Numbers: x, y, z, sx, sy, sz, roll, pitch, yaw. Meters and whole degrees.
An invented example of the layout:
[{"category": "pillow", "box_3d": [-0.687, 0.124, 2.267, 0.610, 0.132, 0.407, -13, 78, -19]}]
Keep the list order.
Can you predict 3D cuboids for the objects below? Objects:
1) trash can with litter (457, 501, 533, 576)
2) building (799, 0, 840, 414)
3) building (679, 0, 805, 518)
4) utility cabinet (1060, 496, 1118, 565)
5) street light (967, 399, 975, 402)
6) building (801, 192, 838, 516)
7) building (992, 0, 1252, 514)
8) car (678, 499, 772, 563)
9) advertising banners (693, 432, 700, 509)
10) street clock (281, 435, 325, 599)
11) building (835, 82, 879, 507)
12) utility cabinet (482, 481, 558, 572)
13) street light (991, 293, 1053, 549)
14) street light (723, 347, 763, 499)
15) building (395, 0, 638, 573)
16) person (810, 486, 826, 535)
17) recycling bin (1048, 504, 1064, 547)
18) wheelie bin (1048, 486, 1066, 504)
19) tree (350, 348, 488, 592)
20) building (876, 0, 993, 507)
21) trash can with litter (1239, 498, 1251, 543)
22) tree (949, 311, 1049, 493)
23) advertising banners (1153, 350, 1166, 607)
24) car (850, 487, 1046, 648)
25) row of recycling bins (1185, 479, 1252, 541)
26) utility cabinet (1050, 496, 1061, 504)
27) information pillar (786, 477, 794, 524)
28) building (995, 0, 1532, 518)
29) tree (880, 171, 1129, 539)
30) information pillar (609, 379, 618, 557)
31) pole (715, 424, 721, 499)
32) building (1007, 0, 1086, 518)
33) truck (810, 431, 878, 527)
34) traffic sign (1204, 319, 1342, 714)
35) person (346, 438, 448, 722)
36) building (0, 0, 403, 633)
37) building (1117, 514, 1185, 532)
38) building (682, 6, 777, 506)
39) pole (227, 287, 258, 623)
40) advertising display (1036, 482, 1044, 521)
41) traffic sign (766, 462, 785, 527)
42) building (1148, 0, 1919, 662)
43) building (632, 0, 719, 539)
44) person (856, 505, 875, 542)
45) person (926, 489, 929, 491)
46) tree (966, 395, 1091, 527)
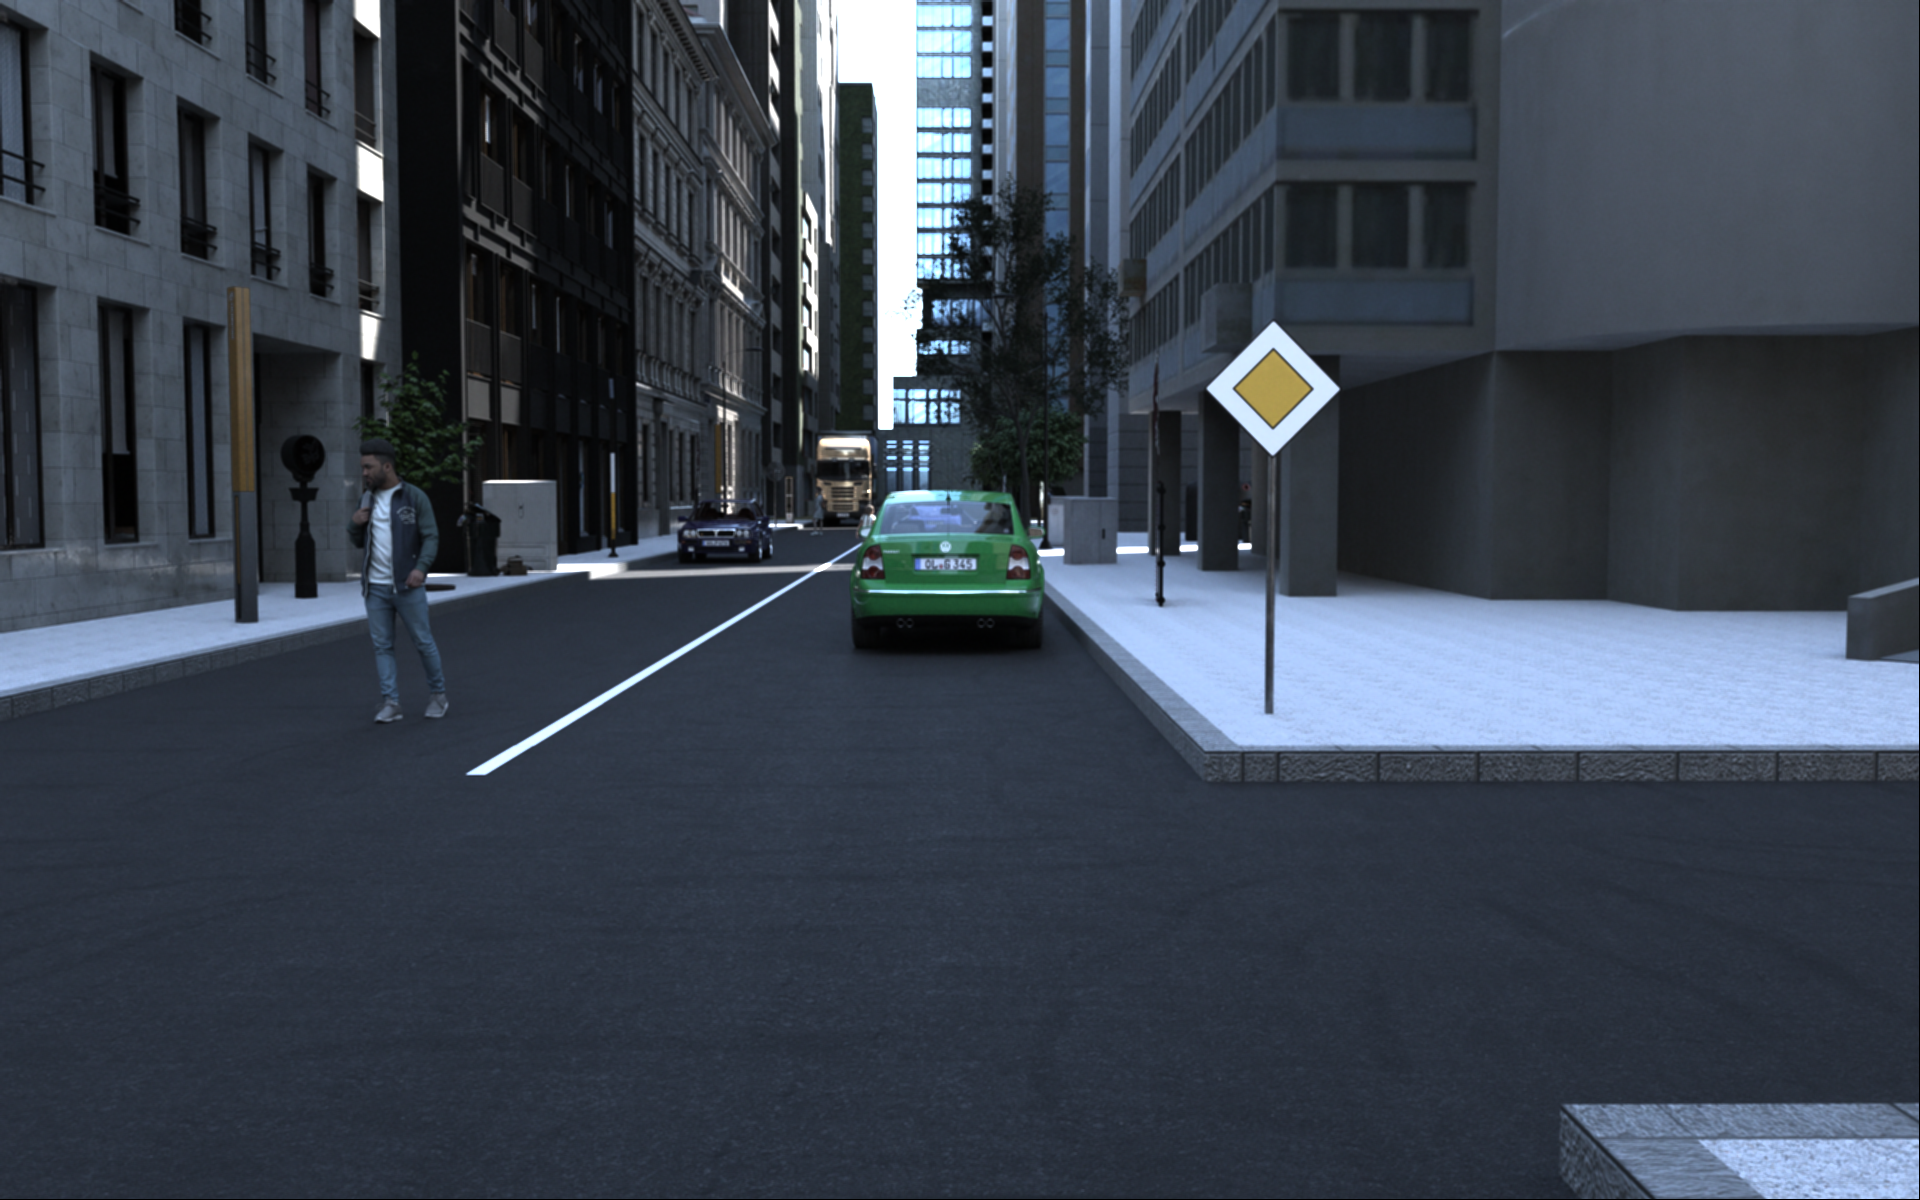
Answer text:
[{"category": "trash can with litter", "box_3d": [-7.299, -0.967, 27.202, 1.055, 1.170, 0.624, -3, 4, -36]}, {"category": "building", "box_3d": [-23.834, -33.974, 144.707, 27.495, 52.752, 28.713, 0, 4, 0]}, {"category": "building", "box_3d": [-15.928, -19.587, 91.952, 14.160, 30.474, 14.107, 0, 4, 0]}, {"category": "utility cabinet", "box_3d": [2.399, -1.261, 31.779, 1.020, 1.237, 0.306, -2, 4, -31]}, {"category": "street light", "box_3d": [1.030, -6.888, 85.162, 1.470, 5.913, 1.316, 0, 4, 0]}, {"category": "building", "box_3d": [-22.726, -16.428, 113.631, 27.650, 21.520, 28.899, 0, 4, 0]}, {"category": "building", "box_3d": [13.222, -36.890, 145.149, 21.231, 58.520, 28.212, 0, 4, 0]}, {"category": "car", "box_3d": [-5.042, -1.518, 37.403, 1.945, 1.354, 3.894, 0, 4, -1]}, {"category": "advertising banners", "box_3d": [-7.569, -3.275, 49.730, 0.090, 3.025, 2.074, -1, 4, -12]}, {"category": "street clock", "box_3d": [-8.071, -1.025, 21.324, 0.358, 2.002, 0.471, 2, 4, 34]}, {"category": "building", "box_3d": [-15.346, -30.093, 175.617, 14.086, 41.232, 14.154, 0, 4, 0]}, {"category": "utility cabinet", "box_3d": [-7.221, -1.206, 28.403, 1.173, 1.500, 0.318, 1, 4, 12]}, {"category": "street light", "box_3d": [1.455, -4.140, 40.233, 1.470, 5.913, 1.316, 0, 4, 0]}, {"category": "street light", "box_3d": [-6.933, -5.043, 55.000, 1.470, 5.913, 1.316, 0, 4, 0]}, {"category": "building", "box_3d": [-14.219, -12.566, 35.126, 12.332, 23.373, 15.834, 0, 4, 0]}, {"category": "person", "box_3d": [-4.973, -3.151, 61.028, 0.522, 1.701, 0.512, 1, 4, 8]}, {"category": "recycling bin", "box_3d": [2.542, -1.818, 42.280, 0.722, 1.027, 0.722, 1, 4, 11]}, {"category": "wheelie bin", "box_3d": [3.999, -3.931, 72.174, 0.980, 1.594, 0.693, -2, 4, -35]}, {"category": "tree", "box_3d": [-7.160, -1.745, 23.137, 1.663, 3.219, 1.824, 0, 3, 0]}, {"category": "building", "box_3d": [7.155, -53.001, 179.232, 31.000, 86.520, 22.319, 0, 4, 0]}, {"category": "trash can with litter", "box_3d": [7.676, -2.074, 45.301, 0.624, 1.170, 1.055, 2, 4, 33]}, {"category": "tree", "box_3d": [1.700, -7.288, 69.516, 4.360, 8.622, 3.978, 0, 3, 0]}, {"category": "advertising banners", "box_3d": [2.365, -1.492, 20.588, 0.090, 3.025, 2.074, 0, 4, 5]}, {"category": "car", "box_3d": [-0.092, -0.531, 17.475, 1.959, 1.807, 4.718, 0, 4, 1]}, {"category": "row of recycling bins", "box_3d": [7.463, -2.525, 48.398, 1.069, 1.692, 3.534, 3, 5, 43]}, {"category": "utility cabinet", "box_3d": [3.202, -2.478, 51.674, 1.020, 1.237, 0.306, 0, 4, -3]}, {"category": "information pillar", "box_3d": [-7.329, -4.291, 74.652, 0.304, 2.012, 0.304, 1, 4, 9]}, {"category": "building", "box_3d": [18.576, -26.086, 118.393, 32.217, 40.220, 23.993, 0, 4, 0]}, {"category": "tree", "box_3d": [1.937, -7.038, 49.491, 8.767, 10.594, 7.601, 0, 4, -3]}, {"category": "information pillar", "box_3d": [-7.048, -2.677, 35.117, 0.183, 3.616, 0.504, -1, 4, -13]}, {"category": "pole", "box_3d": [-7.094, -3.482, 50.775, 0.158, 3.312, 0.155, 0, 3, 0]}, {"category": "building", "box_3d": [9.837, -27.461, 99.101, 14.600, 45.320, 14.200, 0, 4, 0]}, {"category": "truck", "box_3d": [-5.121, -5.514, 79.065, 2.839, 4.237, 11.283, 0, 4, -1]}, {"category": "traffic sign", "box_3d": [1.803, -0.392, 10.056, 0.795, 2.450, 0.064, 0, 4, 0]}, {"category": "person", "box_3d": [-3.585, -0.131, 10.982, 0.623, 1.781, 0.721, 0, 4, 1]}, {"category": "building", "box_3d": [-14.052, -10.040, 18.904, 10.420, 20.320, 16.860, 0, 4, 0]}, {"category": "building", "box_3d": [15.666, -32.309, 70.246, 21.231, 58.520, 28.212, 0, 4, 0]}, {"category": "building", "box_3d": [-14.474, -14.477, 72.858, 11.583, 22.565, 21.152, 0, 4, 0]}, {"category": "pole", "box_3d": [-7.124, -1.428, 17.199, 0.158, 3.312, 0.155, 0, 3, 0]}, {"category": "advertising display", "box_3d": [3.918, -4.751, 82.893, 0.123, 1.923, 0.974, 2, 4, 28]}, {"category": "traffic sign", "box_3d": [-7.234, -4.146, 67.894, 0.768, 2.556, 0.104, 0, 4, 4]}, {"category": "building", "box_3d": [15.254, -20.451, 26.256, 23.993, 40.220, 32.217, 0, 4, 0]}, {"category": "building", "box_3d": [-13.825, -11.508, 52.788, 10.561, 19.102, 19.286, 0, 4, 0]}, {"category": "person", "box_3d": [-1.856, -1.274, 34.348, 0.505, 1.210, 0.382, 1, 4, 21]}, {"category": "person", "box_3d": [-1.912, -5.909, 105.908, 0.742, 1.727, 0.445, -3, 5, -45]}, {"category": "tree", "box_3d": [2.645, -4.434, 56.206, 4.285, 4.588, 4.351, 0, 3, 0]}]
